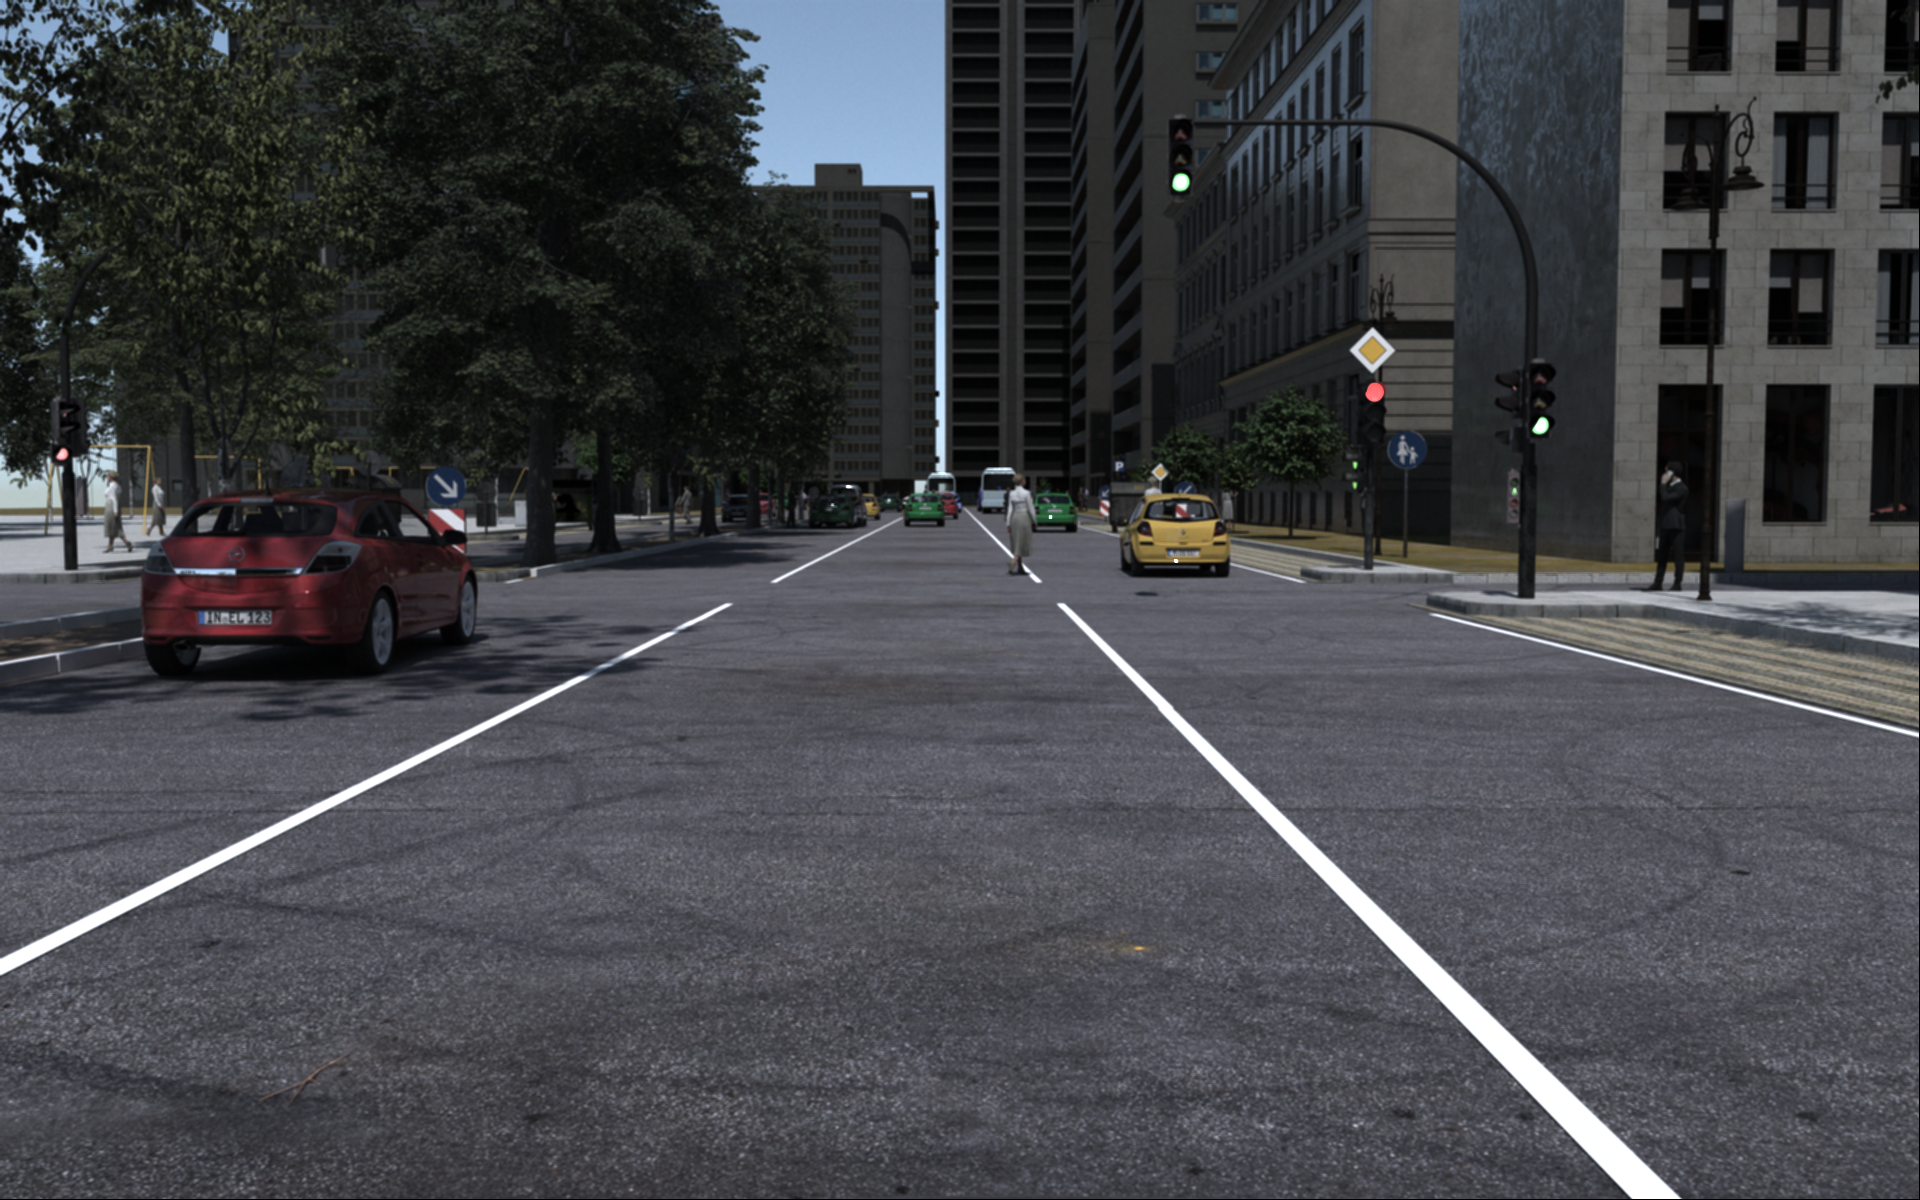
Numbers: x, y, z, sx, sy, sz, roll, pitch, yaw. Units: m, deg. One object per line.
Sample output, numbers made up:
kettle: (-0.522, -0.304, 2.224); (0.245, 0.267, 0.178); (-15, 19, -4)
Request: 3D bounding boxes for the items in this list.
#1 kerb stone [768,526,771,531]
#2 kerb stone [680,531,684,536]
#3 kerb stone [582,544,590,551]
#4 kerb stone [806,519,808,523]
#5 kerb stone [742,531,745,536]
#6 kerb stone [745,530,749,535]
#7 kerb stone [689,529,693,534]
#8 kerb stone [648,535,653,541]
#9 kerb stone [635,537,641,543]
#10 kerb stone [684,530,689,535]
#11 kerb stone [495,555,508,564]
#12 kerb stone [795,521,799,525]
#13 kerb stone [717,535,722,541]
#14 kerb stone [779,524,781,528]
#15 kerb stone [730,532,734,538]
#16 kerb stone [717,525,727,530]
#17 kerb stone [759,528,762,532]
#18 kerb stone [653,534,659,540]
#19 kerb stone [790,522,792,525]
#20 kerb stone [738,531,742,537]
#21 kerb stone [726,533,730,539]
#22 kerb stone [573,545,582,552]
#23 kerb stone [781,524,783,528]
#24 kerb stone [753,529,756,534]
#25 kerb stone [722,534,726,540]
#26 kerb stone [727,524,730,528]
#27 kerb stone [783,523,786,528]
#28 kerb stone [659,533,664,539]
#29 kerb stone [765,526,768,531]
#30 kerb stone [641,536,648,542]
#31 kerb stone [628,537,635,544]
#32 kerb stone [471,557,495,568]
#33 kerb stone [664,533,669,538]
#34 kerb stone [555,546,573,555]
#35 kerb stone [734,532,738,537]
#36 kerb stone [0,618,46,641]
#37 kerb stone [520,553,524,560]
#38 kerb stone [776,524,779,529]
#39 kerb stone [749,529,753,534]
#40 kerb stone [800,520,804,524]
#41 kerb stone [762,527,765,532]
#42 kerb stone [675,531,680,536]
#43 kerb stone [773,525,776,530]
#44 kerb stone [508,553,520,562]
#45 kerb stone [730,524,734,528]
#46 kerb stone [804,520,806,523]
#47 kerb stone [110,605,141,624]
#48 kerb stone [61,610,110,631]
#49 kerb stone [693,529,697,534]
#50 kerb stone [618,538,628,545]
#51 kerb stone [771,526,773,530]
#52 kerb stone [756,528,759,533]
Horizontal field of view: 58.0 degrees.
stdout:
kerb stone: (-7.556, -2.751, 67.217); (0.120, 0.150, 1.000); (0, 4, 0)
kerb stone: (-9.612, -2.248, 58.987); (0.120, 0.150, 1.000); (0, 4, 0)
kerb stone: (-9.528, -1.307, 43.610); (0.120, 0.150, 1.000); (0, 4, 0)
kerb stone: (-7.655, -3.818, 84.620); (0.120, 0.150, 1.000); (0, 4, 0)
kerb stone: (-7.515, -2.247, 59.017); (0.120, 0.150, 1.000); (0, 4, 0)
kerb stone: (-7.515, -2.309, 60.040); (0.120, 0.150, 1.000); (0, 4, 0)
kerb stone: (-9.620, -2.369, 61.032); (0.120, 0.150, 1.000); (0, 4, 0)
kerb stone: (-9.578, -1.872, 52.830); (0.120, 0.150, 1.000); (0, 4, 0)
kerb stone: (-9.574, -1.747, 50.776); (0.120, 0.150, 1.000); (0, 4, 0)
kerb stone: (-9.611, -2.304, 60.010); (0.120, 0.150, 1.000); (0, 4, 0)
kerb stone: (-9.478, -0.809, 35.415); (0.120, 0.150, 1.000); (0, 4, 0)
kerb stone: (-7.628, -3.505, 79.501); (0.120, 0.150, 1.000); (0, 4, 0)
kerb stone: (-7.480, -1.872, 52.863); (0.120, 0.150, 1.000); (0, 4, 0)
kerb stone: (-7.579, -3.004, 71.309); (0.120, 0.150, 1.000); (0, 4, 0)
kerb stone: (-7.489, -2.064, 55.935); (0.120, 0.150, 1.000); (0, 4, 0)
kerb stone: (-9.685, -2.935, 70.254); (0.120, 0.150, 1.000); (0, 4, 0)
kerb stone: (-7.544, -2.566, 64.146); (0.120, 0.150, 1.000); (0, 4, 0)
kerb stone: (-9.578, -1.936, 53.852); (0.120, 0.150, 1.000); (0, 4, 0)
kerb stone: (-7.606, -3.310, 76.423); (0.120, 0.150, 1.000); (0, 4, 0)
kerb stone: (-7.505, -2.189, 57.988); (0.120, 0.150, 1.000); (0, 4, 0)
kerb stone: (-7.492, -2.001, 54.907); (0.120, 0.150, 1.000); (0, 4, 0)
kerb stone: (-9.521, -1.247, 42.582); (0.120, 0.150, 1.000); (0, 4, 0)
kerb stone: (-7.590, -3.063, 72.333); (0.120, 0.150, 1.000); (0, 4, 0)
kerb stone: (-7.534, -2.440, 62.089); (0.120, 0.150, 1.000); (0, 4, 0)
kerb stone: (-7.488, -1.936, 53.885); (0.120, 0.150, 1.000); (0, 4, 0)
kerb stone: (-9.684, -3.002, 71.276); (0.120, 0.150, 1.000); (0, 4, 0)
kerb stone: (-7.592, -3.129, 73.355); (0.120, 0.150, 1.000); (0, 4, 0)
kerb stone: (-9.589, -1.998, 54.880); (0.120, 0.150, 1.000); (0, 4, 0)
kerb stone: (-7.548, -2.687, 66.192); (0.120, 0.150, 1.000); (0, 4, 0)
kerb stone: (-9.570, -1.811, 51.799); (0.120, 0.150, 1.000); (0, 4, 0)
kerb stone: (-9.562, -1.684, 49.751); (0.120, 0.150, 1.000); (0, 4, 0)
kerb stone: (-9.468, -0.746, 34.389); (0.120, 0.150, 1.000); (0, 4, 0)
kerb stone: (-9.590, -2.062, 55.908); (0.120, 0.150, 1.000); (0, 4, 0)
kerb stone: (-9.511, -1.178, 41.560); (0.120, 0.150, 1.000); (0, 4, 0)
kerb stone: (-7.504, -2.126, 56.957); (0.120, 0.150, 1.000); (0, 4, 0)
kerb stone: (-9.383, 0.292, 17.420); (0.120, 0.150, 1.000); (0, 4, 0)
kerb stone: (-9.496, -0.934, 37.464); (0.120, 0.150, 1.000); (0, 4, 0)
kerb stone: (-7.574, -2.938, 70.285); (0.120, 0.150, 1.000); (0, 4, 0)
kerb stone: (-7.519, -2.377, 61.064); (0.120, 0.150, 1.000); (0, 4, 0)
kerb stone: (-7.650, -3.692, 82.575); (0.120, 0.150, 1.000); (0, 4, 0)
kerb stone: (-7.548, -2.625, 65.170); (0.120, 0.150, 1.000); (0, 4, 0)
kerb stone: (-9.602, -2.187, 57.960); (0.120, 0.150, 1.000); (0, 4, 0)
kerb stone: (-7.573, -2.879, 69.263); (0.120, 0.150, 1.000); (0, 4, 0)
kerb stone: (-9.489, -0.871, 36.438); (0.120, 0.150, 1.000); (0, 4, 0)
kerb stone: (-9.684, -3.065, 72.310); (0.120, 0.150, 1.000); (0, 4, 0)
kerb stone: (-7.654, -3.756, 83.598); (0.120, 0.150, 1.000); (0, 4, 0)
kerb stone: (-9.382, 0.167, 19.469); (0.120, 0.150, 1.000); (0, 4, 0)
kerb stone: (-9.387, 0.229, 18.447); (0.120, 0.150, 1.000); (0, 4, 0)
kerb stone: (-9.635, -2.438, 62.060); (0.120, 0.150, 1.000); (0, 4, 0)
kerb stone: (-9.556, -1.616, 48.729); (0.120, 0.150, 1.000); (0, 4, 0)
kerb stone: (-7.564, -2.815, 68.241); (0.120, 0.150, 1.000); (0, 4, 0)
kerb stone: (-7.531, -2.502, 63.112); (0.120, 0.150, 1.000); (0, 4, 0)
